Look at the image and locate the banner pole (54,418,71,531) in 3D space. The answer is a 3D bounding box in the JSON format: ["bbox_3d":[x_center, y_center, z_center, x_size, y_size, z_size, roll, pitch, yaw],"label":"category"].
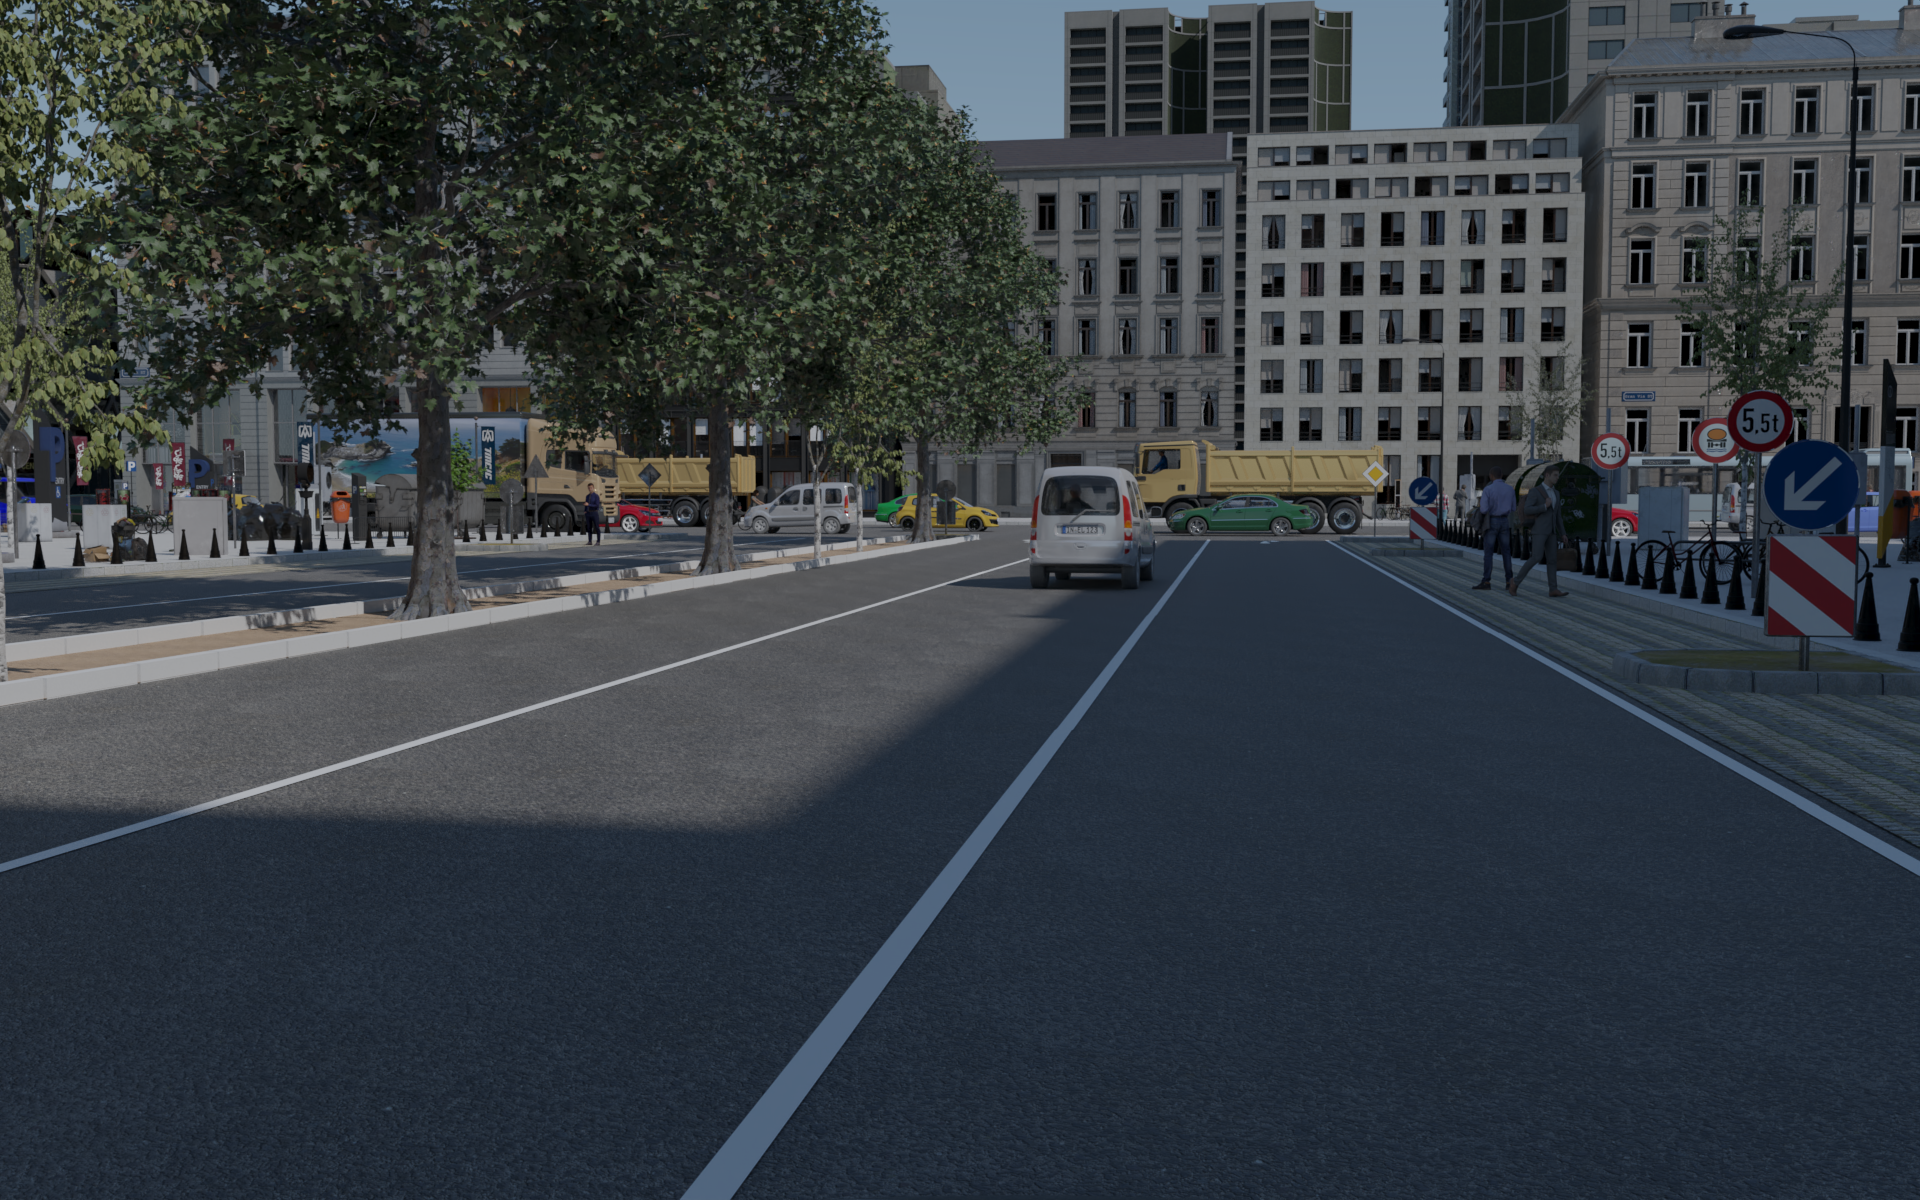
[{"bbox_3d":[-29.747,-4.114,57.274,0.863,3.779,0.401,-1,4,-9],"label":"banner pole"}]

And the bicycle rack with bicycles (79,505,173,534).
[{"bbox_3d":[-26.418,-2.595,55.807,2.925,0.926,2.852,0,4,-7],"label":"bicycle rack with bicycles"}]

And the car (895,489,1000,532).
[{"bbox_3d":[-0.477,-3.440,66.476,3.980,1.641,2.015,1,4,10],"label":"car"}]

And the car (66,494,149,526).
[{"bbox_3d":[-38.502,-4.137,77.433,4.222,1.686,2.009,1,4,8],"label":"car"}]

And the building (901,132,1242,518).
[{"bbox_3d":[6.387,-15.126,96.464,18.267,20.994,9.793,1,4,9],"label":"building"}]

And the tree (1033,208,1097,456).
[{"bbox_3d":[-1.042,-7.959,49.589,9.611,12.733,9.660,0,3,0],"label":"tree"}]

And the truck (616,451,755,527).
[{"bbox_3d":[-14.025,-4.897,75.985,9.791,3.379,3.469,0,4,7],"label":"truck"}]

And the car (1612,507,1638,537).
[{"bbox_3d":[19.501,-2.819,55.130,4.494,1.783,2.155,1,4,9],"label":"car"}]

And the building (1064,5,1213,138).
[{"bbox_3d":[26.558,-50.192,258.888,20.611,71.187,20.563,1,4,9],"label":"building"}]

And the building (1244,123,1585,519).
[{"bbox_3d":[24.009,-14.634,94.021,16.860,20.320,10.420,1,4,9],"label":"building"}]

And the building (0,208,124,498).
[{"bbox_3d":[-61.837,-14.905,111.155,16.811,18.784,16.820,1,4,9],"label":"building"}]

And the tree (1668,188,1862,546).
[{"bbox_3d":[19.612,-5.642,42.602,4.737,8.622,4.395,0,3,0],"label":"tree"}]

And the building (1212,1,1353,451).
[{"bbox_3d":[46.888,-49.985,255.505,20.611,71.187,20.563,1,4,9],"label":"building"}]

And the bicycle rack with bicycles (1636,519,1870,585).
[{"bbox_3d":[11.572,-0.697,24.772,2.852,0.926,2.925,-2,4,-35],"label":"bicycle rack with bicycles"}]

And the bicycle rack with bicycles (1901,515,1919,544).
[{"bbox_3d":[24.363,-1.708,41.303,2.852,0.926,2.925,0,4,-4],"label":"bicycle rack with bicycles"}]

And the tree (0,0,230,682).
[{"bbox_3d":[-7.294,-3.657,12.608,4.737,8.622,4.395,0,3,0],"label":"tree"}]

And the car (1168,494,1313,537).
[{"bbox_3d":[9.621,-2.914,59.450,4.920,1.459,2.131,1,4,10],"label":"car"}]

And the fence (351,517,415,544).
[{"bbox_3d":[-15.066,-1.835,45.372,0.278,0.683,2.069,2,4,31],"label":"fence"}]

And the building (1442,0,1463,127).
[{"bbox_3d":[58.331,-52.878,177.229,22.319,86.520,31.000,1,4,9],"label":"building"}]

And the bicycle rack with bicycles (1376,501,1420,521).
[{"bbox_3d":[21.629,-4.349,84.482,2.925,0.926,2.852,-1,4,-16],"label":"bicycle rack with bicycles"}]

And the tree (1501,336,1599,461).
[{"bbox_3d":[27.251,-7.940,80.178,4.360,8.622,3.978,0,3,0],"label":"tree"}]

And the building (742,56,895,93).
[{"bbox_3d":[-14.091,-28.975,157.334,14.154,41.232,14.086,1,4,9],"label":"building"}]

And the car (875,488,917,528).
[{"bbox_3d":[-1.233,-3.949,73.358,4.718,1.807,1.959,0,4,7],"label":"car"}]

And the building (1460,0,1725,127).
[{"bbox_3d":[53.546,-43.678,152.379,20.563,71.187,20.611,1,4,9],"label":"building"}]

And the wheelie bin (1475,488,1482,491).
[{"bbox_3d":[26.260,-4.886,87.786,0.693,1.594,0.980,0,4,-4],"label":"wheelie bin"}]

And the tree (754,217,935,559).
[{"bbox_3d":[-2.483,-5.477,42.372,4.737,8.622,4.395,0,3,0],"label":"tree"}]

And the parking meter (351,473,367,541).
[{"bbox_3d":[-16.404,-2.545,47.319,0.399,1.863,0.255,3,4,38],"label":"parking meter"}]

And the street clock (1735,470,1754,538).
[{"bbox_3d":[22.781,-2.799,50.326,0.471,2.002,0.358,1,4,18],"label":"street clock"}]

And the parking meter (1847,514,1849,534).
[{"bbox_3d":[24.950,-2.653,49.081,0.399,1.863,0.255,-1,4,-14],"label":"parking meter"}]

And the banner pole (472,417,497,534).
[{"bbox_3d":[-15.433,-4.044,56.136,0.863,3.779,0.401,-3,4,-36],"label":"banner pole"}]

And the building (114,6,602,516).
[{"bbox_3d":[-33.239,-19.895,102.777,29.804,29.767,11.434,1,4,9],"label":"building"}]

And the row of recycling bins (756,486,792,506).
[{"bbox_3d":[-8.927,-4.954,88.105,3.534,1.692,1.069,2,4,24],"label":"row of recycling bins"}]

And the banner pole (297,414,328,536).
[{"bbox_3d":[-19.720,-3.833,52.684,0.863,3.779,0.401,-1,4,-11],"label":"banner pole"}]

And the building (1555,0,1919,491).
[{"bbox_3d":[45.304,-17.973,91.127,25.104,27.353,12.463,1,4,9],"label":"building"}]

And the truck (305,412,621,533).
[{"bbox_3d":[-16.942,-4.376,60.466,11.283,4.237,2.839,1,4,8],"label":"truck"}]

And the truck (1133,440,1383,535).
[{"bbox_3d":[10.250,-4.093,62.846,9.791,3.379,3.469,1,4,11],"label":"truck"}]

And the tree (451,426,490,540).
[{"bbox_3d":[-14.219,-3.351,49.387,1.663,3.219,1.824,0,3,0],"label":"tree"}]

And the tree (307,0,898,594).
[{"bbox_3d":[-4.175,-6.759,29.983,9.611,12.733,9.660,0,3,0],"label":"tree"}]

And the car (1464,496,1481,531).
[{"bbox_3d":[19.666,-3.072,60.021,4.222,1.686,2.009,1,4,8],"label":"car"}]

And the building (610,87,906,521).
[{"bbox_3d":[-10.614,-16.518,99.753,15.834,23.373,12.332,1,4,9],"label":"building"}]

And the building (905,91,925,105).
[{"bbox_3d":[-11.379,-29.868,171.933,14.154,41.232,14.086,1,4,9],"label":"building"}]

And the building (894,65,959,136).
[{"bbox_3d":[-12.036,-34.928,194.770,21.600,48.544,21.300,1,4,9],"label":"building"}]

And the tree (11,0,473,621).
[{"bbox_3d":[-6.003,-6.126,19.630,9.611,12.733,9.660,0,3,0],"label":"tree"}]

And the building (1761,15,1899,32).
[{"bbox_3d":[86.944,-34.084,176.887,30.456,49.044,23.786,1,4,9],"label":"building"}]

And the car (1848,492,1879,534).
[{"bbox_3d":[29.204,-2.883,56.733,3.694,1.707,1.945,1,4,11],"label":"car"}]

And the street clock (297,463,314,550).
[{"bbox_3d":[-15.006,-2.153,39.764,0.358,2.002,0.471,0,3,0],"label":"street clock"}]

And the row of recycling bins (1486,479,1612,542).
[{"bbox_3d":[15.951,-2.447,47.116,3.534,1.692,1.069,3,5,39],"label":"row of recycling bins"}]

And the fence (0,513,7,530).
[{"bbox_3d":[-29.746,-2.414,54.837,0.278,0.683,2.069,2,4,26],"label":"fence"}]

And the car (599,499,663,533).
[{"bbox_3d":[-13.287,-3.393,64.509,4.494,1.783,2.155,0,4,8],"label":"car"}]
